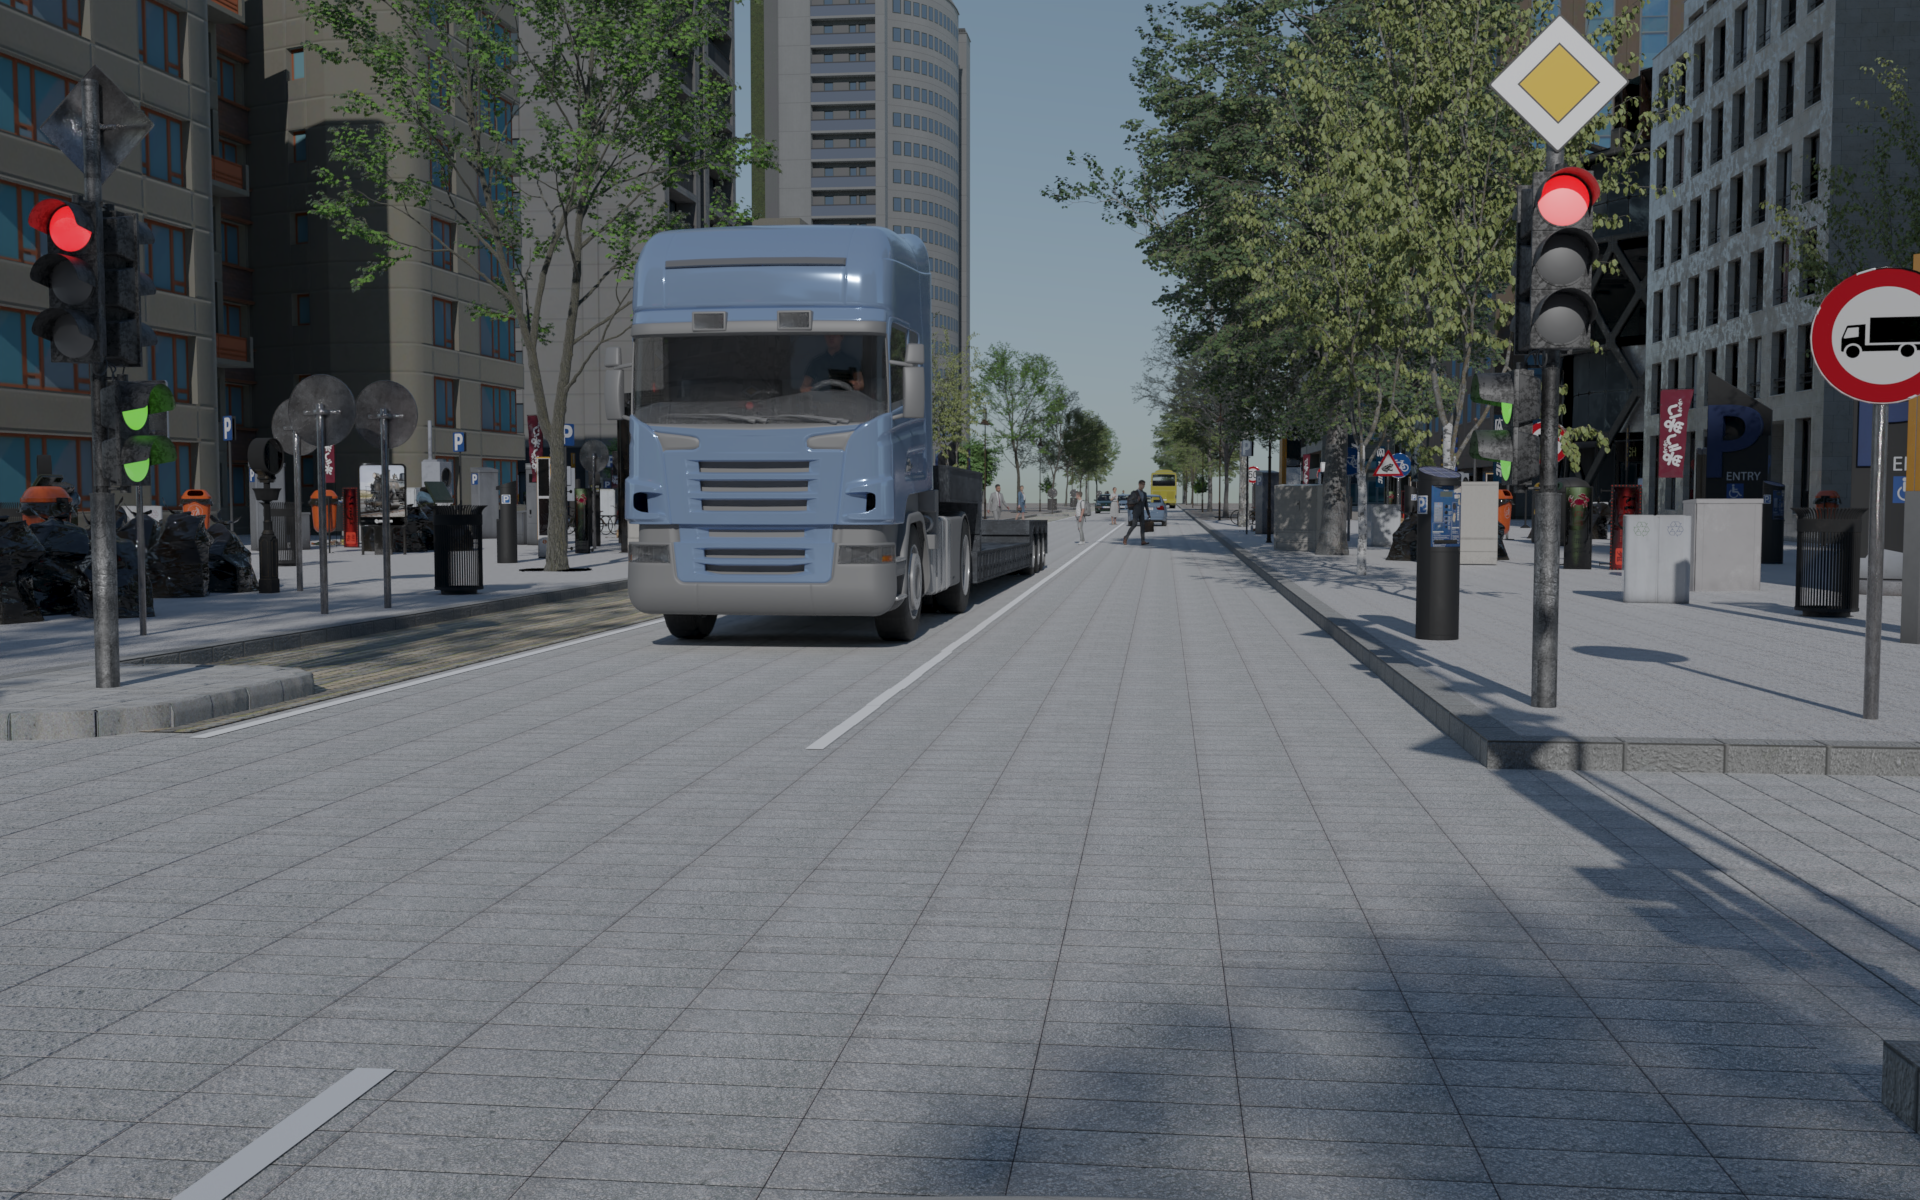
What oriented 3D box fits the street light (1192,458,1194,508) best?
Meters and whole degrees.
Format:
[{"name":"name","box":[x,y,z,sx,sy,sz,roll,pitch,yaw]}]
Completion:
[{"name":"street light","box":[21.612,-11.487,160.606,0.468,5.910,1.993,0,4,7]}]

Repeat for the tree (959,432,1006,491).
[{"name":"tree","box":[0.777,-6.588,91.425,4.285,4.588,4.351,0,3,0]}]

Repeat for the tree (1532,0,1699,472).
[{"name":"tree","box":[5.464,-4.189,18.848,4.737,8.622,4.395,0,3,0]}]

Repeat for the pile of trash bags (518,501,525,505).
[{"name":"pile of trash bags","box":[-18.421,-3.780,71.551,1.912,1.369,3.447,1,4,14]}]

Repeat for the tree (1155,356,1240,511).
[{"name":"tree","box":[18.314,-12.858,128.361,7.486,12.596,7.792,0,3,0]}]

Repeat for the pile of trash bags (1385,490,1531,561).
[{"name":"pile of trash bags","box":[9.937,-1.487,34.069,1.912,1.369,3.447,3,5,43]}]

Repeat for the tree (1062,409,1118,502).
[{"name":"tree","box":[17.360,-19.197,232.002,7.486,12.596,7.792,0,3,0]}]

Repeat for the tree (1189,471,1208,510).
[{"name":"tree","box":[19.925,-9.042,142.437,1.663,3.219,1.824,0,3,0]}]

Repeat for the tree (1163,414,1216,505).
[{"name":"tree","box":[28.396,-17.452,211.087,9.928,11.665,9.643,0,3,0]}]

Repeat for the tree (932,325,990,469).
[{"name":"tree","box":[-0.543,-7.600,74.630,4.737,8.622,4.395,0,3,0]}]

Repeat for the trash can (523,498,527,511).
[{"name":"trash can","box":[-15.660,-3.174,63.556,0.748,1.137,0.748,0,3,0]}]

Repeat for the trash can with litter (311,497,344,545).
[{"name":"trash can with litter","box":[-16.089,-1.995,43.671,1.678,1.210,2.233,2,4,32]}]

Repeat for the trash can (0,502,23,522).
[{"name":"trash can","box":[-16.542,-1.146,30.392,0.748,1.137,0.748,0,3,0]}]

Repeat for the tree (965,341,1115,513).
[{"name":"tree","box":[3.890,-11.764,118.090,9.928,11.665,9.643,0,3,0]}]

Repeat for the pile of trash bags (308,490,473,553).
[{"name":"pile of trash bags","box":[-12.732,-1.764,38.591,3.447,1.369,1.912,-3,5,-39]}]

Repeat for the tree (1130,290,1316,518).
[{"name":"tree","box":[14.201,-11.096,91.782,12.009,13.543,11.850,0,3,0]}]

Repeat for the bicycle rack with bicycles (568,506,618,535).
[{"name":"bicycle rack with bicycles","box":[-11.663,-2.490,54.102,2.925,0.926,2.852,3,5,41]}]

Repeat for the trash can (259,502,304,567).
[{"name":"trash can","box":[-12.045,-1.170,30.784,0.748,1.137,0.748,0,3,0]}]

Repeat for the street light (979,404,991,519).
[{"name":"street light","box":[1.276,-7.041,87.906,0.468,5.910,1.993,0,4,7]}]

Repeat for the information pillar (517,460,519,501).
[{"name":"information pillar","box":[-19.245,-5.105,74.829,0.183,3.616,0.504,1,4,17]}]

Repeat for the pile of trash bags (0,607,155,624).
[{"name":"pile of trash bags","box":[-10.143,-0.473,17.481,1.912,1.369,3.447,3,5,45]}]

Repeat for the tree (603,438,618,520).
[{"name":"tree","box":[-16.492,-6.252,85.934,4.285,4.588,4.351,0,3,0]}]

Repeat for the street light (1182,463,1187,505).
[{"name":"street light","box":[31.216,-16.502,242.591,0.468,5.910,1.993,0,4,7]}]

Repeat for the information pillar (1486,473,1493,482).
[{"name":"information pillar","box":[18.609,-3.445,60.815,0.304,2.012,0.304,1,4,16]}]

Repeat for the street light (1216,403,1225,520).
[{"name":"street light","box":[12.664,-6.823,84.350,0.468,5.910,1.993,0,4,7]}]

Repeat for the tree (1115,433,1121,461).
[{"name":"tree","box":[19.267,-19.538,245.206,9.928,11.665,9.643,0,3,0]}]

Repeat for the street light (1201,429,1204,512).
[{"name":"street light","box":[17.063,-9.105,121.659,0.468,5.910,1.993,0,4,7]}]

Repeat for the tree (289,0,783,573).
[{"name":"tree","box":[-6.764,-6.273,28.322,9.928,11.665,9.643,0,3,0]}]

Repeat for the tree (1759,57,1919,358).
[{"name":"tree","box":[15.465,-4.743,27.904,4.737,8.622,4.395,0,3,0]}]

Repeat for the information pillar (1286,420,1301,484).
[{"name":"information pillar","box":[10.335,-3.820,53.816,0.504,3.616,0.183,1,4,23]}]

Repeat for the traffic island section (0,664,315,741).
[{"name":"traffic island section","box":[-5.685,0.658,11.529,2.009,0.180,2.903,0,4,7]}]

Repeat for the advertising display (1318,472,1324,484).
[{"name":"advertising display","box":[10.447,-2.746,50.112,0.123,1.923,0.974,0,4,6]}]

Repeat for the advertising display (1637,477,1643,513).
[{"name":"advertising display","box":[26.278,-3.737,66.305,0.123,1.923,0.974,-1,4,-18]}]

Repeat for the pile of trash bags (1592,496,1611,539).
[{"name":"pile of trash bags","box":[17.698,-2.397,48.944,1.912,1.369,3.447,-1,4,-22]}]

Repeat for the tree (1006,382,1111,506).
[{"name":"tree","box":[7.787,-12.824,144.085,8.767,10.594,7.601,-2,4,-29]}]

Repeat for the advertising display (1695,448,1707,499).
[{"name":"advertising display","box":[10.435,-1.175,24.433,0.123,1.923,0.974,1,4,22]}]

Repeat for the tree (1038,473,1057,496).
[{"name":"tree","box":[7.695,-9.775,154.427,1.663,3.219,1.824,0,3,0]}]

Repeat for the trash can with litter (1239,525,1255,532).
[{"name":"trash can with litter","box":[10.775,-2.936,59.069,2.233,1.210,1.678,2,4,26]}]

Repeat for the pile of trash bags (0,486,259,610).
[{"name":"pile of trash bags","box":[-10.326,-0.716,21.464,1.912,1.369,3.447,1,4,9]}]

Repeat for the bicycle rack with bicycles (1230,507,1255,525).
[{"name":"bicycle rack with bicycles","box":[12.556,-3.572,71.778,2.925,0.926,2.852,2,4,31]}]

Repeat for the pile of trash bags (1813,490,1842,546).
[{"name":"pile of trash bags","box":[22.525,-1.970,41.962,3.447,1.369,1.912,3,5,40]}]

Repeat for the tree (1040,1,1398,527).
[{"name":"tree","box":[9.914,-12.971,67.966,12.611,20.169,13.585,0,3,0]}]

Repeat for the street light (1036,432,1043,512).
[{"name":"street light","box":[5.868,-9.423,126.848,0.468,5.910,1.993,0,4,7]}]

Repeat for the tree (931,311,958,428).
[{"name":"tree","box":[-2.224,-7.041,65.475,4.360,8.622,3.978,0,3,0]}]

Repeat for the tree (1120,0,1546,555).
[{"name":"tree","box":[7.861,-7.928,36.283,9.857,13.997,8.962,0,3,0]}]

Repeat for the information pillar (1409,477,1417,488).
[{"name":"information pillar","box":[19.363,-4.256,74.075,0.304,2.012,0.304,0,4,1]}]

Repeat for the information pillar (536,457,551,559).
[{"name":"information pillar","box":[-8.217,-1.835,34.488,0.304,2.012,0.304,1,4,12]}]

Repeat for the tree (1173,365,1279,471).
[{"name":"tree","box":[17.184,-10.732,109.884,7.601,10.594,8.767,-3,4,-37]}]

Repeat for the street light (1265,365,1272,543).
[{"name":"street light","box":[8.129,-4.441,45.402,0.468,5.910,1.993,0,4,7]}]

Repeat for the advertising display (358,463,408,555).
[{"name":"advertising display","box":[-12.166,-1.915,36.517,0.974,1.923,0.123,-1,4,-9]}]

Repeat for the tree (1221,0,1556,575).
[{"name":"tree","box":[6.234,-4.682,26.906,4.737,8.622,4.395,0,3,0]}]
